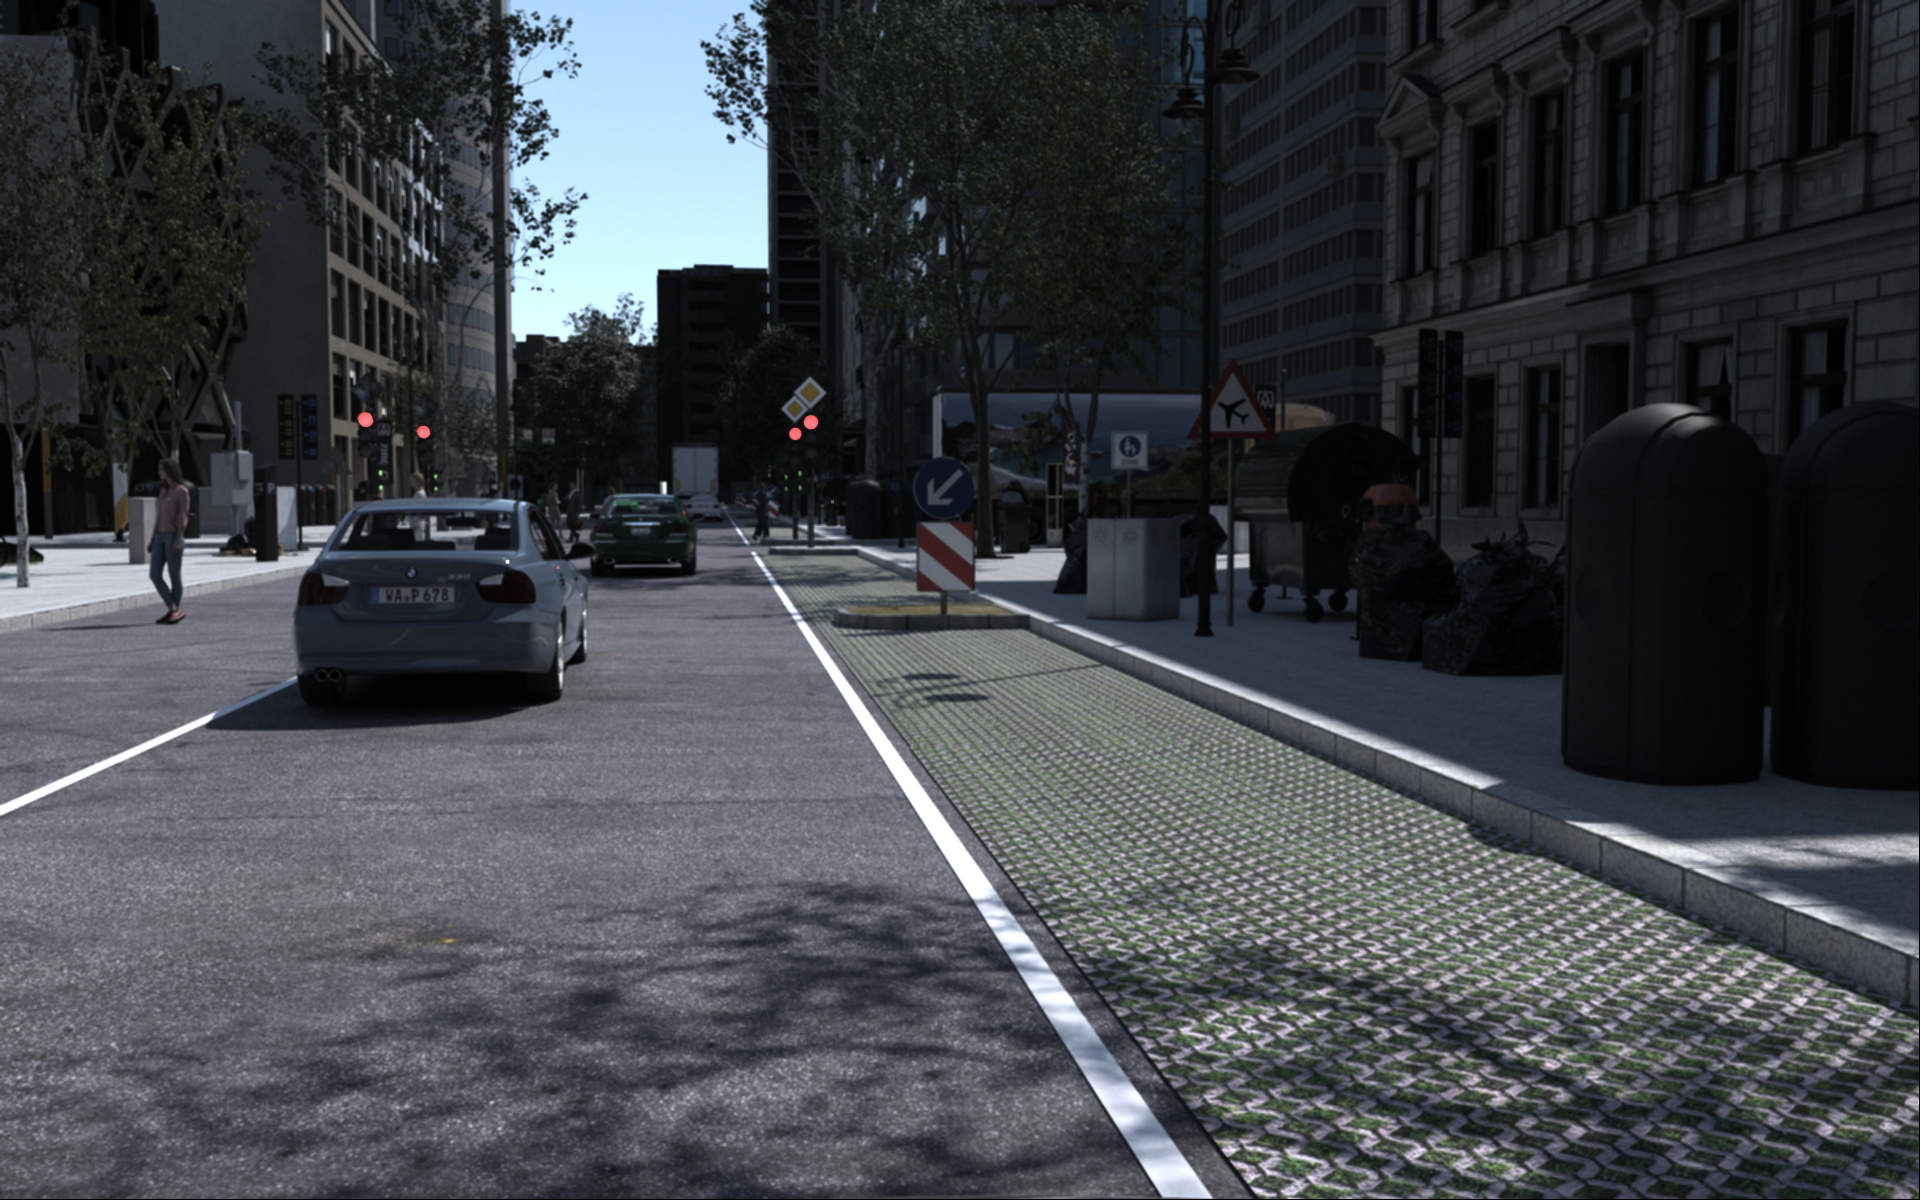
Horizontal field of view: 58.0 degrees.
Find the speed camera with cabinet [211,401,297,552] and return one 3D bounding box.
[{"bbox_3d":[-15.324,-2.647,37.609,0.660,3.252,2.038,1,4,18],"label":"speed camera with cabinet"}]

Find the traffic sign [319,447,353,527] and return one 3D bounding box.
[{"bbox_3d":[-17.058,-2.896,47.348,0.884,2.594,0.081,0,4,-7],"label":"traffic sign"}]

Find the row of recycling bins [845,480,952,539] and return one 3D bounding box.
[{"bbox_3d":[-1.835,-2.642,50.313,1.069,1.692,3.534,3,5,39],"label":"row of recycling bins"}]

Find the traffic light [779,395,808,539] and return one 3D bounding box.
[{"bbox_3d":[-4.707,-3.689,49.228,0.839,4.253,0.868,0,4,-8],"label":"traffic light"}]

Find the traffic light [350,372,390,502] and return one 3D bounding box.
[{"bbox_3d":[-13.594,-3.117,39.891,0.839,4.253,0.868,0,4,-8],"label":"traffic light"}]

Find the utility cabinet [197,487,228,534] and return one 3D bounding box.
[{"bbox_3d":[-23.900,-2.853,55.317,1.173,1.500,0.318,-2,4,-26],"label":"utility cabinet"}]

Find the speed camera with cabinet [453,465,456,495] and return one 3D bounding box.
[{"bbox_3d":[-33.705,-7.453,116.194,0.660,3.252,2.038,-1,4,-14],"label":"speed camera with cabinet"}]

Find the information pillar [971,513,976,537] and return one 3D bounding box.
[{"bbox_3d":[0.367,-3.679,51.506,0.183,3.616,0.504,0,4,0],"label":"information pillar"}]

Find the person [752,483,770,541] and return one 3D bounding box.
[{"bbox_3d":[-6.035,-2.685,52.821,0.576,1.772,0.534,2,4,32],"label":"person"}]

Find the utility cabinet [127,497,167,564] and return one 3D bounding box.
[{"bbox_3d":[-15.041,-1.281,32.111,0.306,1.237,1.020,0,4,-1],"label":"utility cabinet"}]

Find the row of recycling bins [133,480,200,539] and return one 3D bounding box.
[{"bbox_3d":[-23.300,-2.678,50.898,1.069,1.692,3.534,-3,5,-43],"label":"row of recycling bins"}]

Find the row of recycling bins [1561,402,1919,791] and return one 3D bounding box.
[{"bbox_3d":[4.590,-0.043,7.809,3.534,1.692,1.069,0,4,5],"label":"row of recycling bins"}]

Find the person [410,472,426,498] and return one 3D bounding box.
[{"bbox_3d":[-8.710,-1.168,27.953,0.624,1.780,0.694,0,4,-1],"label":"person"}]

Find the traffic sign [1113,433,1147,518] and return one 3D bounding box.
[{"bbox_3d":[2.780,-1.609,28.430,0.606,2.300,0.079,0,4,-8],"label":"traffic sign"}]

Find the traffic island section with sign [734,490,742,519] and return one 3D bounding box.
[{"bbox_3d":[-12.080,-5.682,101.525,1.989,1.847,2.006,0,4,-8],"label":"traffic island section with sign"}]

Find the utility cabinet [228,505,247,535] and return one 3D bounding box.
[{"bbox_3d":[-22.299,-2.625,54.074,1.020,1.237,0.306,-2,4,-27],"label":"utility cabinet"}]

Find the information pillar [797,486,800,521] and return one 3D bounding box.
[{"bbox_3d":[-7.924,-4.865,84.038,0.304,2.012,0.304,0,4,-7],"label":"information pillar"}]

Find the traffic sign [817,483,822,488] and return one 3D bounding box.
[{"bbox_3d":[-8.680,-6.405,105.901,0.795,2.450,0.064,0,4,-4],"label":"traffic sign"}]

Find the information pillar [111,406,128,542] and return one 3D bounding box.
[{"bbox_3d":[-22.427,-3.356,46.225,0.504,3.616,0.183,2,4,29],"label":"information pillar"}]

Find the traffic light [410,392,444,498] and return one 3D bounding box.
[{"bbox_3d":[-14.716,-3.601,47.797,0.839,4.253,0.868,0,4,-8],"label":"traffic light"}]

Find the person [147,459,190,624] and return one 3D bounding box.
[{"bbox_3d":[-8.779,-0.652,19.175,0.555,1.821,0.388,1,4,20],"label":"person"}]

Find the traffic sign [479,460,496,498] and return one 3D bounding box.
[{"bbox_3d":[-18.294,-4.076,66.650,0.884,2.594,0.081,0,4,-3],"label":"traffic sign"}]

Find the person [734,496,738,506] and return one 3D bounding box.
[{"bbox_3d":[-24.744,-11.237,192.737,0.721,1.766,1.217,2,4,29],"label":"person"}]

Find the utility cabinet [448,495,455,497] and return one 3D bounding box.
[{"bbox_3d":[-33.313,-6.260,113.507,1.020,1.237,0.306,0,4,6],"label":"utility cabinet"}]

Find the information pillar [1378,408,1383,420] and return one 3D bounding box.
[{"bbox_3d":[10.538,-3.175,43.258,0.183,3.616,0.504,-1,4,-15],"label":"information pillar"}]

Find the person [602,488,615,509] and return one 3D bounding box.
[{"bbox_3d":[-9.845,-2.359,48.885,0.330,1.601,0.589,-3,5,-40],"label":"person"}]

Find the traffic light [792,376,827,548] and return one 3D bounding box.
[{"bbox_3d":[-3.585,-3.205,41.322,0.839,4.253,0.868,0,4,-8],"label":"traffic light"}]

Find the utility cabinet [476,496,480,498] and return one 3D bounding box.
[{"bbox_3d":[-20.551,-3.809,73.446,0.306,1.237,1.020,-2,4,-25],"label":"utility cabinet"}]

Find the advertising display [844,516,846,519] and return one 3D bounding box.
[{"bbox_3d":[-5.611,-4.898,85.288,0.123,1.923,0.974,-1,4,-13],"label":"advertising display"}]

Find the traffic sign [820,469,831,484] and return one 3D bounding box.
[{"bbox_3d":[-6.744,-5.328,87.225,0.768,2.556,0.104,0,4,-6],"label":"traffic sign"}]

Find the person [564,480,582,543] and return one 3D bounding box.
[{"bbox_3d":[-11.344,-2.596,50.905,0.622,1.834,0.822,2,4,26],"label":"person"}]

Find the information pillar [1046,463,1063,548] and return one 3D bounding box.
[{"bbox_3d":[2.242,-2.235,41.036,0.304,2.012,0.304,2,4,27],"label":"information pillar"}]

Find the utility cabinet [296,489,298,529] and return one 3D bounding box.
[{"bbox_3d":[-24.042,-3.274,62.210,0.318,1.500,1.173,-2,4,-29],"label":"utility cabinet"}]

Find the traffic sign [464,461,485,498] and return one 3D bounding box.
[{"bbox_3d":[-18.532,-4.036,66.103,0.768,2.556,0.104,0,4,-6],"label":"traffic sign"}]

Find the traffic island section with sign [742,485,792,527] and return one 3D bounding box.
[{"bbox_3d":[-8.294,-4.049,74.836,1.989,1.847,2.006,0,4,-8],"label":"traffic island section with sign"}]

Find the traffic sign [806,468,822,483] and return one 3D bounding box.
[{"bbox_3d":[-7.215,-5.195,84.945,0.884,2.594,0.081,0,4,-4],"label":"traffic sign"}]

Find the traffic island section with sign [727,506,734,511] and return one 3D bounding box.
[{"bbox_3d":[-19.019,-8.673,150.434,1.989,1.847,2.006,0,4,-8],"label":"traffic island section with sign"}]

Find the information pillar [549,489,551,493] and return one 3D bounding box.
[{"bbox_3d":[-27.413,-7.630,116.105,0.504,3.616,0.183,1,4,17],"label":"information pillar"}]

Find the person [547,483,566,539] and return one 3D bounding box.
[{"bbox_3d":[-12.794,-2.815,54.868,0.599,1.781,0.374,3,5,41],"label":"person"}]

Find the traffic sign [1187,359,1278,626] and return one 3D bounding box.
[{"bbox_3d":[2.623,-1.025,16.763,0.884,2.594,0.081,0,4,-3],"label":"traffic sign"}]

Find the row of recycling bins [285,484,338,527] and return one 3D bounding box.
[{"bbox_3d":[-26.086,-3.817,69.520,1.069,1.692,3.534,0,4,6],"label":"row of recycling bins"}]

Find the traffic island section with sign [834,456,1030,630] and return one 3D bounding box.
[{"bbox_3d":[-0.373,-0.639,19.078,1.989,1.847,2.006,0,4,-8],"label":"traffic island section with sign"}]

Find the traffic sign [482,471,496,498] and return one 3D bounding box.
[{"bbox_3d":[-20.509,-4.483,75.427,0.606,2.300,0.079,0,4,-5],"label":"traffic sign"}]

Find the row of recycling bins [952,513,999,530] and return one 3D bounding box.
[{"bbox_3d":[-0.006,-3.341,61.735,3.534,1.692,1.069,-2,4,-23],"label":"row of recycling bins"}]
